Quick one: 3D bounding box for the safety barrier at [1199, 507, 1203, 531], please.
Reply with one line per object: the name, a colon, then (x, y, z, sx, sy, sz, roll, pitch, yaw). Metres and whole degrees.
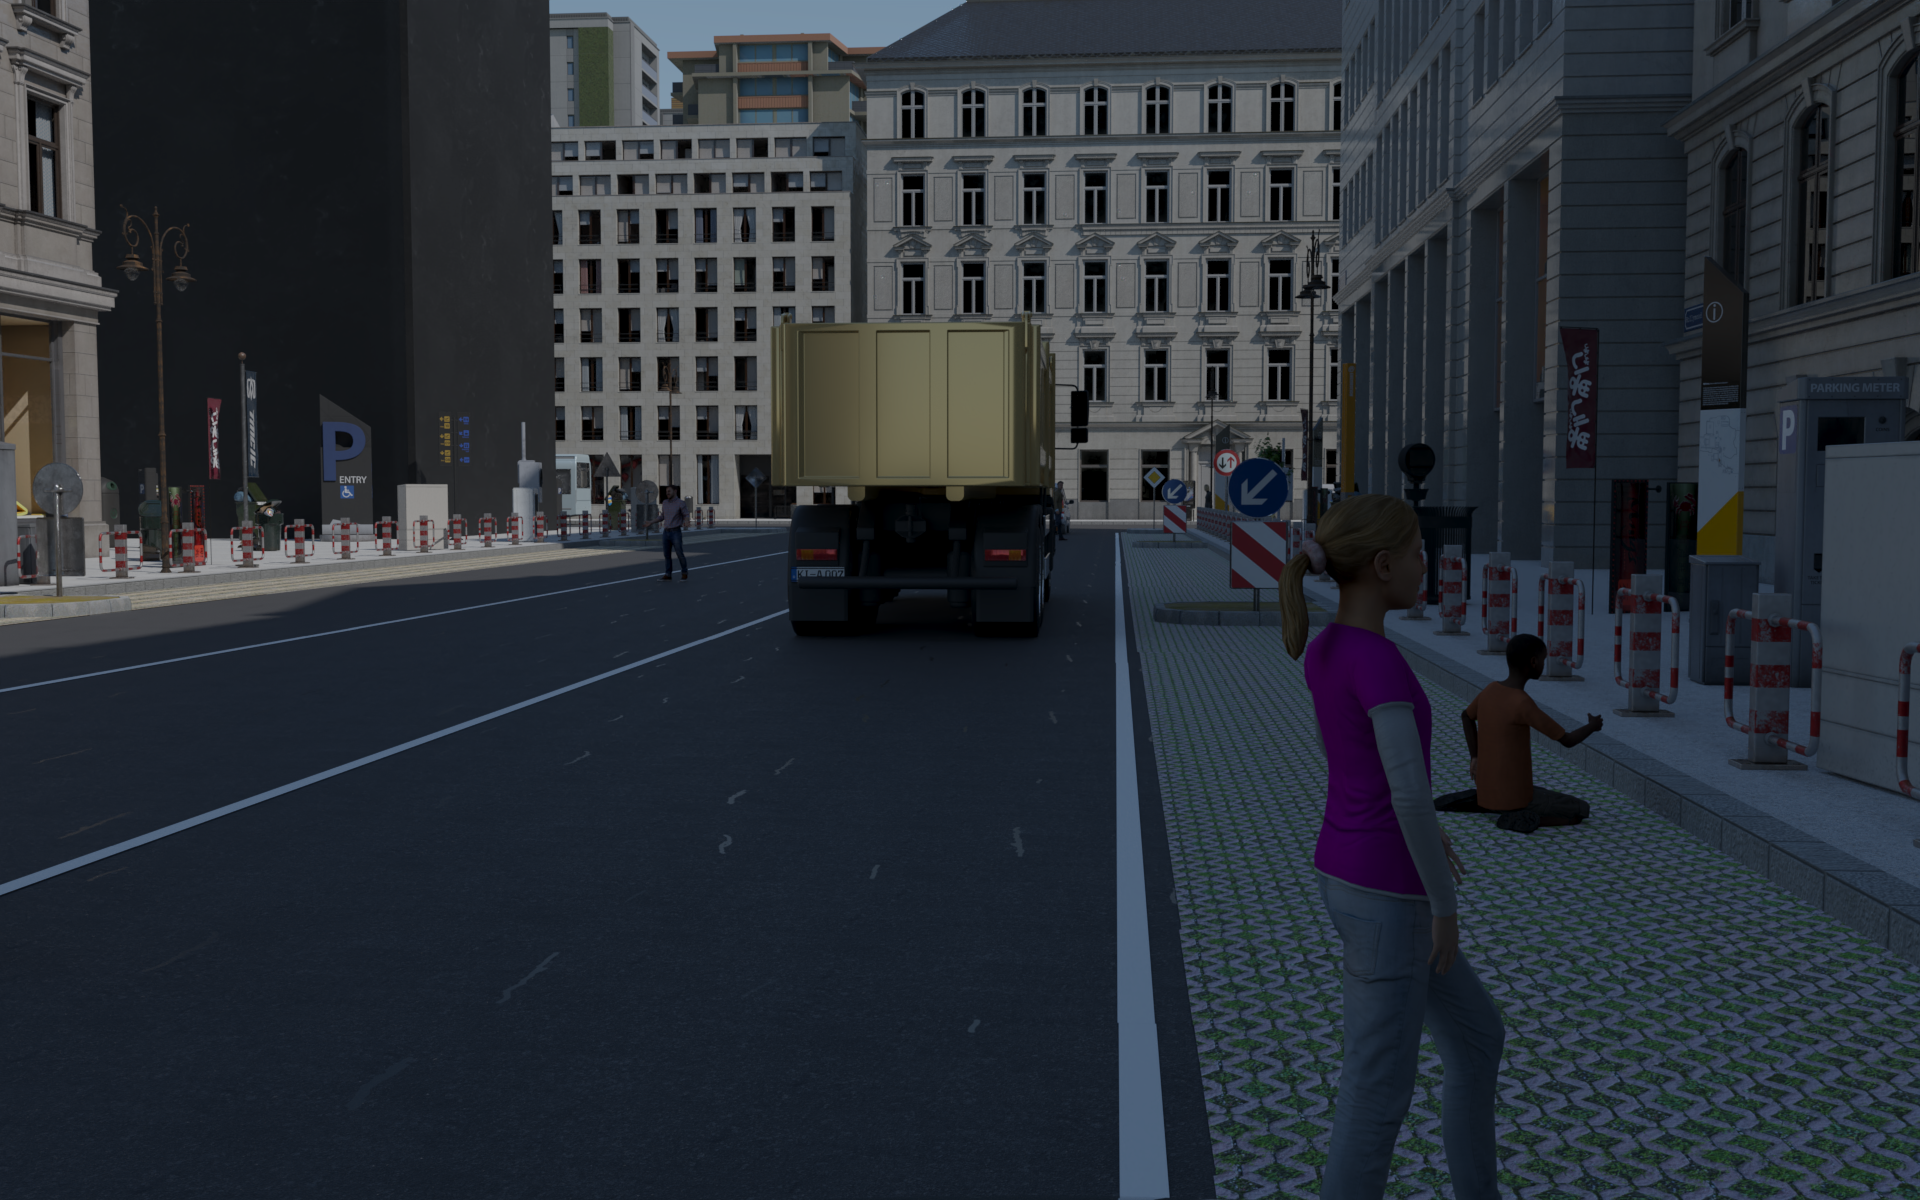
safety barrier: (8.253, -2.663, 57.821, 0.300, 0.817, 1.120, 0, 4, 5)

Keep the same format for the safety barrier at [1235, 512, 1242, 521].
safety barrier: (6.710, -1.610, 40.601, 0.300, 0.817, 1.120, 0, 4, 5)

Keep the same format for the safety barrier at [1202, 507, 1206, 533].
safety barrier: (8.083, -2.546, 55.905, 0.300, 0.817, 1.120, 0, 4, 5)

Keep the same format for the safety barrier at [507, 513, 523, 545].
safety barrier: (-11.155, -1.783, 43.431, 0.300, 0.817, 1.120, 0, 4, 5)

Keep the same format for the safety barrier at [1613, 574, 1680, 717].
safety barrier: (3.961, 0.261, 10.012, 0.300, 0.817, 1.120, 0, 4, 5)

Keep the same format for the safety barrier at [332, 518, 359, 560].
safety barrier: (-12.013, -1.198, 33.865, 0.300, 0.817, 1.120, 0, 4, 5)

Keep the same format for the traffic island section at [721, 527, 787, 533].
traffic island section: (-7.624, -2.588, 64.602, 2.009, 0.180, 2.903, 0, 4, 5)

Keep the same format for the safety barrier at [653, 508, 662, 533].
safety barrier: (-9.948, -2.602, 56.825, 0.300, 0.817, 1.120, 0, 4, 5)

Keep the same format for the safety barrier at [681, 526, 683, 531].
safety barrier: (-9.777, -2.719, 58.735, 0.300, 0.817, 1.120, 0, 4, 5)

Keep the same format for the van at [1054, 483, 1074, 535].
van: (3.106, -3.413, 62.808, 2.013, 2.044, 4.112, 0, 4, 6)

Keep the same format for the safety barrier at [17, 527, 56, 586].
safety barrier: (-12.862, -0.613, 24.291, 0.300, 0.817, 1.120, 0, 4, 5)

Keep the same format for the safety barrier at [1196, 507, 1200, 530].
safety barrier: (8.421, -2.780, 59.733, 0.300, 0.817, 1.120, 0, 4, 5)

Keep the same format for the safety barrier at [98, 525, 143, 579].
safety barrier: (-12.694, -0.730, 26.210, 0.300, 0.817, 1.120, 0, 4, 5)

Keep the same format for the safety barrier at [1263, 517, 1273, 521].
safety barrier: (6.018, -1.142, 32.942, 0.300, 0.817, 1.120, 0, 4, 5)

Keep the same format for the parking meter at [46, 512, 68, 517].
parking meter: (-16.520, -1.424, 31.701, 0.372, 1.533, 0.369, 0, 3, 0)

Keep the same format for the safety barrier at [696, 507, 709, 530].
safety barrier: (-9.435, -2.953, 62.554, 0.300, 0.817, 1.120, 0, 4, 5)

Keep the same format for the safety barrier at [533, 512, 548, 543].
safety barrier: (-10.983, -1.900, 45.340, 0.300, 0.817, 1.120, 0, 4, 5)

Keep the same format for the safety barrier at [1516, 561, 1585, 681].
safety barrier: (4.133, 0.144, 11.925, 0.300, 0.817, 1.120, 0, 4, 5)

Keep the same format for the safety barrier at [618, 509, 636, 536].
safety barrier: (-10.292, -2.369, 53.002, 0.300, 0.817, 1.120, 0, 4, 5)

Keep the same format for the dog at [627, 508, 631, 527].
dog: (-14.299, -3.617, 75.977, 0.513, 0.831, 0.800, -1, 4, -16)

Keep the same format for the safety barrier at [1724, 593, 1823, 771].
safety barrier: (3.789, 0.378, 8.103, 0.300, 0.817, 1.120, 0, 4, 5)

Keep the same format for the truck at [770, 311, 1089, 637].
truck: (-0.169, -1.537, 21.050, 3.469, 3.379, 9.791, 0, 4, 4)

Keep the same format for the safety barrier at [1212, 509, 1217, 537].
safety barrier: (7.565, -2.195, 50.168, 0.300, 0.817, 1.120, 0, 4, 5)

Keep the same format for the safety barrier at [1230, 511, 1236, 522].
safety barrier: (6.875, -1.728, 42.520, 0.300, 0.817, 1.120, 0, 4, 5)

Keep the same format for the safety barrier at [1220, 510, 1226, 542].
safety barrier: (7.222, -1.961, 46.339, 0.300, 0.817, 1.120, 0, 4, 5)

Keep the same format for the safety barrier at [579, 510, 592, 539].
safety barrier: (-10.634, -2.134, 49.169, 0.300, 0.817, 1.120, 0, 4, 5)

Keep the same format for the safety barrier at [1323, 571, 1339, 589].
safety barrier: (5.166, -0.558, 23.396, 0.300, 0.817, 1.120, 0, 4, 5)

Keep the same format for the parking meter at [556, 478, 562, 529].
parking meter: (-14.873, -3.559, 63.907, 0.255, 1.863, 0.399, 1, 4, 17)

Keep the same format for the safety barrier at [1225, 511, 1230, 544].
safety barrier: (7.051, -1.844, 44.430, 0.300, 0.817, 1.120, 0, 4, 5)

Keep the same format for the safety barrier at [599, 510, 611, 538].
safety barrier: (-10.465, -2.251, 51.079, 0.300, 0.817, 1.120, 0, 4, 5)

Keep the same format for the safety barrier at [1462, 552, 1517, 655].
safety barrier: (4.306, 0.027, 13.834, 0.300, 0.817, 1.120, 0, 4, 5)

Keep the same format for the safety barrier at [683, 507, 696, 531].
safety barrier: (-9.606, -2.836, 60.644, 0.300, 0.817, 1.120, 0, 4, 5)

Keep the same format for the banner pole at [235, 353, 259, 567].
banner pole: (-12.697, -2.504, 30.958, 0.401, 3.779, 0.863, 0, 4, -1)

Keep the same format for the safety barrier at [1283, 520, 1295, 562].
safety barrier: (5.676, -0.908, 29.124, 0.300, 0.817, 1.120, 0, 4, 5)

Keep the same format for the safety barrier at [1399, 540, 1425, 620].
safety barrier: (4.645, -0.207, 17.652, 0.300, 0.817, 1.120, 0, 4, 5)

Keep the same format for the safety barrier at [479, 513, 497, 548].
safety barrier: (-11.319, -1.666, 41.521, 0.300, 0.817, 1.120, 0, 4, 5)

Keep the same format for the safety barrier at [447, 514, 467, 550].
safety barrier: (-11.494, -1.550, 39.610, 0.300, 0.817, 1.120, 0, 4, 5)

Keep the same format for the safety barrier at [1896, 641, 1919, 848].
safety barrier: (3.617, 0.494, 6.194, 0.300, 0.817, 1.120, 0, 4, 5)

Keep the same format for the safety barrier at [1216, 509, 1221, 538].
safety barrier: (7.391, -2.078, 48.257, 0.300, 0.817, 1.120, 0, 4, 5)

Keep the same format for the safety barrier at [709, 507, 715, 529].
safety barrier: (-9.264, -3.070, 64.463, 0.300, 0.817, 1.120, 0, 4, 5)

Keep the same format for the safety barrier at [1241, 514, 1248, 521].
safety barrier: (6.535, -1.493, 38.689, 0.300, 0.817, 1.120, 0, 4, 5)

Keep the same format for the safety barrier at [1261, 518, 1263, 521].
safety barrier: (6.193, -1.258, 34.851, 0.300, 0.817, 1.120, 0, 4, 5)

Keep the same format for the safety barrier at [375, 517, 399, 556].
safety barrier: (-11.840, -1.315, 35.782, 0.300, 0.817, 1.120, 0, 4, 5)

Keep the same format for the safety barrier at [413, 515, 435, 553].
safety barrier: (-11.666, -1.432, 37.693, 0.300, 0.817, 1.120, 0, 4, 5)

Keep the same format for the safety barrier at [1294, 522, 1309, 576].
safety barrier: (5.504, -0.791, 27.215, 0.300, 0.817, 1.120, 0, 4, 5)

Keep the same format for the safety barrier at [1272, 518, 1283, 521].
safety barrier: (5.846, -1.025, 31.033, 0.300, 0.817, 1.120, 0, 4, 5)

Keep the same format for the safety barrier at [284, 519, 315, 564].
safety barrier: (-12.180, -1.081, 31.946, 0.300, 0.817, 1.120, 0, 4, 5)

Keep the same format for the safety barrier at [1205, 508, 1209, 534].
safety barrier: (7.909, -2.429, 53.994, 0.300, 0.817, 1.120, 0, 4, 5)

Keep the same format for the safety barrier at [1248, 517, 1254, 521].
safety barrier: (6.362, -1.375, 36.760, 0.300, 0.817, 1.120, 0, 4, 5)

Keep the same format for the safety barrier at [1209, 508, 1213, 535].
safety barrier: (7.739, -2.313, 52.085, 0.300, 0.817, 1.120, 0, 4, 5)

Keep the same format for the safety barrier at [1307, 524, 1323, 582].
safety barrier: (5.333, -0.675, 25.306, 0.300, 0.817, 1.120, 0, 4, 5)

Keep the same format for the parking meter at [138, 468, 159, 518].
parking meter: (-19.299, -2.173, 41.240, 0.399, 1.863, 0.255, 1, 4, 15)

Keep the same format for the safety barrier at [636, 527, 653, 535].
safety barrier: (-10.118, -2.485, 54.910, 0.300, 0.817, 1.120, 0, 4, 5)

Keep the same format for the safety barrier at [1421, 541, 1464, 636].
safety barrier: (4.475, -0.090, 15.743, 0.300, 0.817, 1.120, 0, 4, 5)

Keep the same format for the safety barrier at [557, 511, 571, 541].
safety barrier: (-10.809, -2.017, 47.257, 0.300, 0.817, 1.120, 0, 4, 5)

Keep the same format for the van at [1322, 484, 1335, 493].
van: (16.767, -4.057, 73.351, 4.112, 2.044, 2.013, 0, 4, 5)

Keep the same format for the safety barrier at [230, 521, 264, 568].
safety barrier: (-12.351, -0.963, 30.028, 0.300, 0.817, 1.120, 0, 4, 5)

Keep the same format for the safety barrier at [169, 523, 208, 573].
safety barrier: (-12.525, -0.847, 28.119, 0.300, 0.817, 1.120, 0, 4, 5)
